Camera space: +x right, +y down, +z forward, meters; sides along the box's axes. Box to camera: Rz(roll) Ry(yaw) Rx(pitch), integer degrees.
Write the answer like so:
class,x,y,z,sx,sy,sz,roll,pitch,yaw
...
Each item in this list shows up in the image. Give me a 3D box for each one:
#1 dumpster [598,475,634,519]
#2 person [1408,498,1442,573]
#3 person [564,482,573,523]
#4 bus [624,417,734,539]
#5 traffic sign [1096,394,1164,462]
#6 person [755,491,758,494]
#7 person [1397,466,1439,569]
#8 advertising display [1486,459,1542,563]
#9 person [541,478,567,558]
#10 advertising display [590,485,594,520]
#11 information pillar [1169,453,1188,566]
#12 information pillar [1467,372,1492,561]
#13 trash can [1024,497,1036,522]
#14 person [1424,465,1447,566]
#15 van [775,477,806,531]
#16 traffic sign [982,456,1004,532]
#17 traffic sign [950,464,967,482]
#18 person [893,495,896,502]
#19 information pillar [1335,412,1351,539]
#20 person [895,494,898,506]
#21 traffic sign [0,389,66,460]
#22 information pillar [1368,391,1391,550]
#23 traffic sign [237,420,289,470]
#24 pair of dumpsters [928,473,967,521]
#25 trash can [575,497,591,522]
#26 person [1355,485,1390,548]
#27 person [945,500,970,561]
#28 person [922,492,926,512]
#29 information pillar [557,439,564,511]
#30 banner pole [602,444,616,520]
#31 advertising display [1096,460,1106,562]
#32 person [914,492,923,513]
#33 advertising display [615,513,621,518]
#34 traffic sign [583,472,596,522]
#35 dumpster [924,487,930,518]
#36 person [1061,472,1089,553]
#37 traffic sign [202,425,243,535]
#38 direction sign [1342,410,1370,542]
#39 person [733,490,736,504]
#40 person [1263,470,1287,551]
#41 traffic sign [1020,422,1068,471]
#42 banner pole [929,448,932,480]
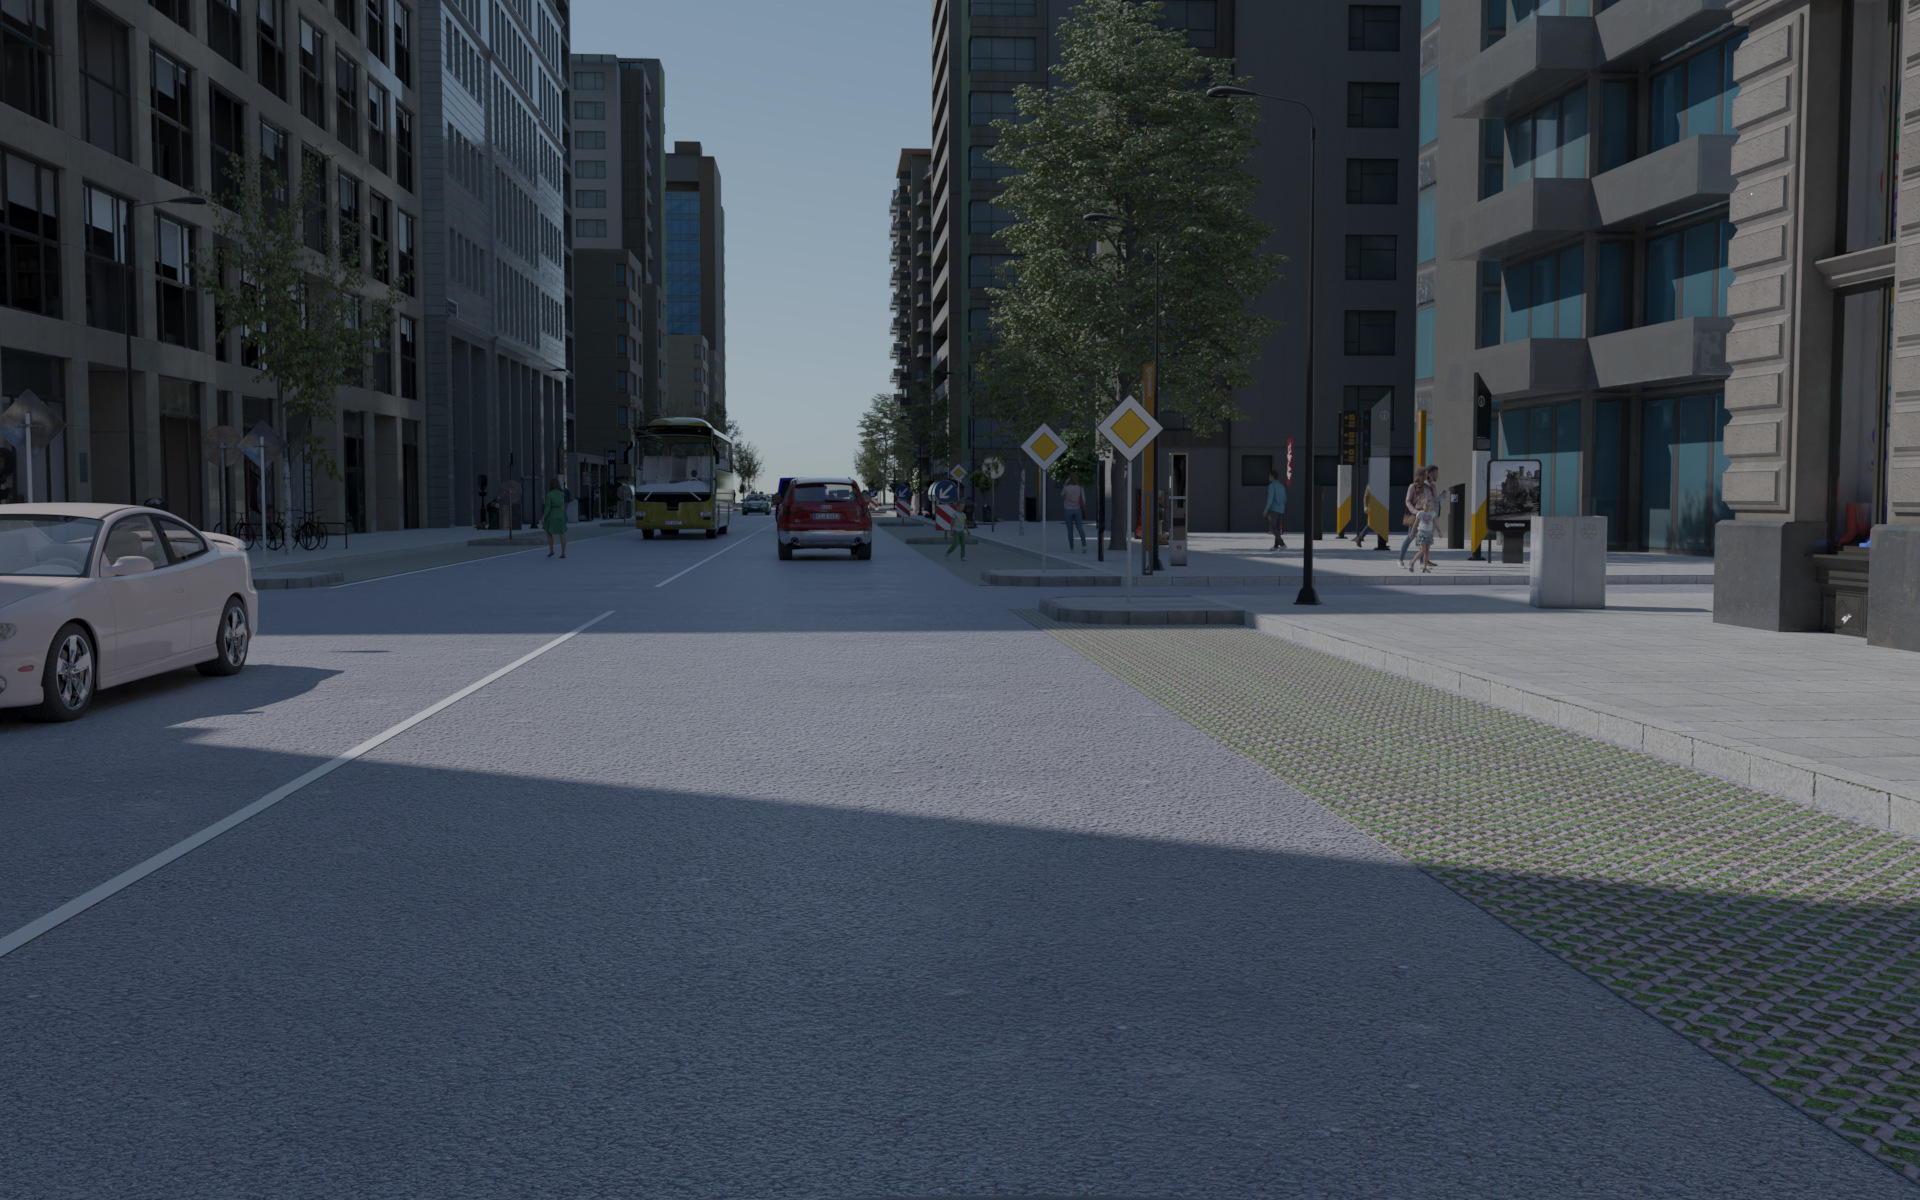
class,x,y,z,sx,sy,sz,roll,pitch,yaw
dumpster,-17.851,-5.317,89.426,1.502,2.255,1.985,0,4,-4
person,7.601,-1.052,28.255,0.505,1.210,0.382,-1,4,-14
person,-17.141,-4.209,74.839,0.713,1.824,0.794,3,4,36
bus,-9.276,-4.119,58.885,2.896,3.916,12.252,0,4,-5
traffic sign,2.000,-1.103,20.217,0.795,2.593,0.064,0,4,-4
person,-23.727,-11.873,203.071,0.568,1.767,0.683,3,5,43
person,7.802,-1.406,29.629,0.593,1.750,0.643,-1,4,-22
advertising display,10.236,-1.640,32.032,0.974,1.923,0.123,0,4,2
person,-9.051,-1.836,38.758,0.529,1.795,0.600,3,4,37
advertising display,-18.505,-5.004,87.033,0.123,1.923,0.974,-1,4,-19
information pillar,3.888,-1.612,30.845,0.304,2.012,0.304,0,4,0
information pillar,10.036,-2.569,33.365,0.504,3.616,0.183,-3,5,-39
trash can,3.315,-4.152,79.547,0.748,1.137,0.748,0,3,0
person,8.430,-1.504,30.821,0.466,1.800,0.511,0,4,6
van,-5.905,-3.724,65.279,2.240,2.365,5.245,0,4,-4
traffic sign,1.106,-3.554,58.219,0.768,2.556,0.104,0,4,-4
traffic sign,-0.043,-4.614,75.174,0.795,2.593,0.064,0,4,-4
person,-7.454,-11.458,196.634,1.065,1.426,0.557,3,5,40
information pillar,10.990,-3.558,49.529,0.504,3.616,0.183,-3,4,-36
person,-7.108,-11.478,193.643,0.705,1.831,1.348,1,4,14
traffic sign,-10.360,-1.046,19.293,0.795,2.593,0.064,0,4,-4
information pillar,9.547,-2.938,39.394,0.504,3.616,0.183,-1,4,-11
traffic sign,-10.970,-1.533,27.255,0.795,2.593,0.064,0,4,-4
pair of dumpsters,-0.577,-4.823,81.349,1.574,2.255,4.437,0,4,-4
trash can,-17.460,-4.200,80.328,0.748,1.137,0.748,0,3,0
person,9.883,-2.171,41.442,0.836,1.842,0.656,1,4,19
person,-0.055,-1.483,36.993,0.590,1.304,0.306,2,4,35
person,-2.451,-7.400,127.001,1.348,1.831,0.705,0,4,1
information pillar,-17.044,-5.052,73.953,0.183,3.616,0.504,0,4,7
banner pole,-17.578,-5.920,86.806,0.863,3.779,0.401,1,4,19
advertising display,2.698,-1.713,33.226,0.123,1.923,0.974,0,4,1
person,-2.911,-6.834,118.453,0.621,1.740,0.551,2,4,30
advertising display,-18.415,-5.452,94.353,0.974,1.923,0.123,2,4,24
traffic sign,-16.852,-4.693,78.855,0.606,2.300,0.079,0,4,-3
dumpster,-1.267,-5.297,92.362,1.264,1.857,1.865,0,4,-5
person,2.523,-1.892,37.567,0.593,1.750,0.643,-1,4,-8
traffic sign,-13.678,-1.960,32.149,0.768,2.556,0.104,0,4,-1
direction sign,10.786,-3.355,46.851,0.876,3.537,0.379,0,4,5
person,-30.325,-13.873,232.503,0.705,1.869,1.348,-2,4,-29
person,7.129,-2.009,38.905,0.620,1.820,0.660,3,4,38
traffic sign,1.390,-1.590,28.179,0.795,2.593,0.064,0,4,-4
banner pole,-1.604,-6.408,94.790,0.401,3.779,0.863,-1,4,-14
